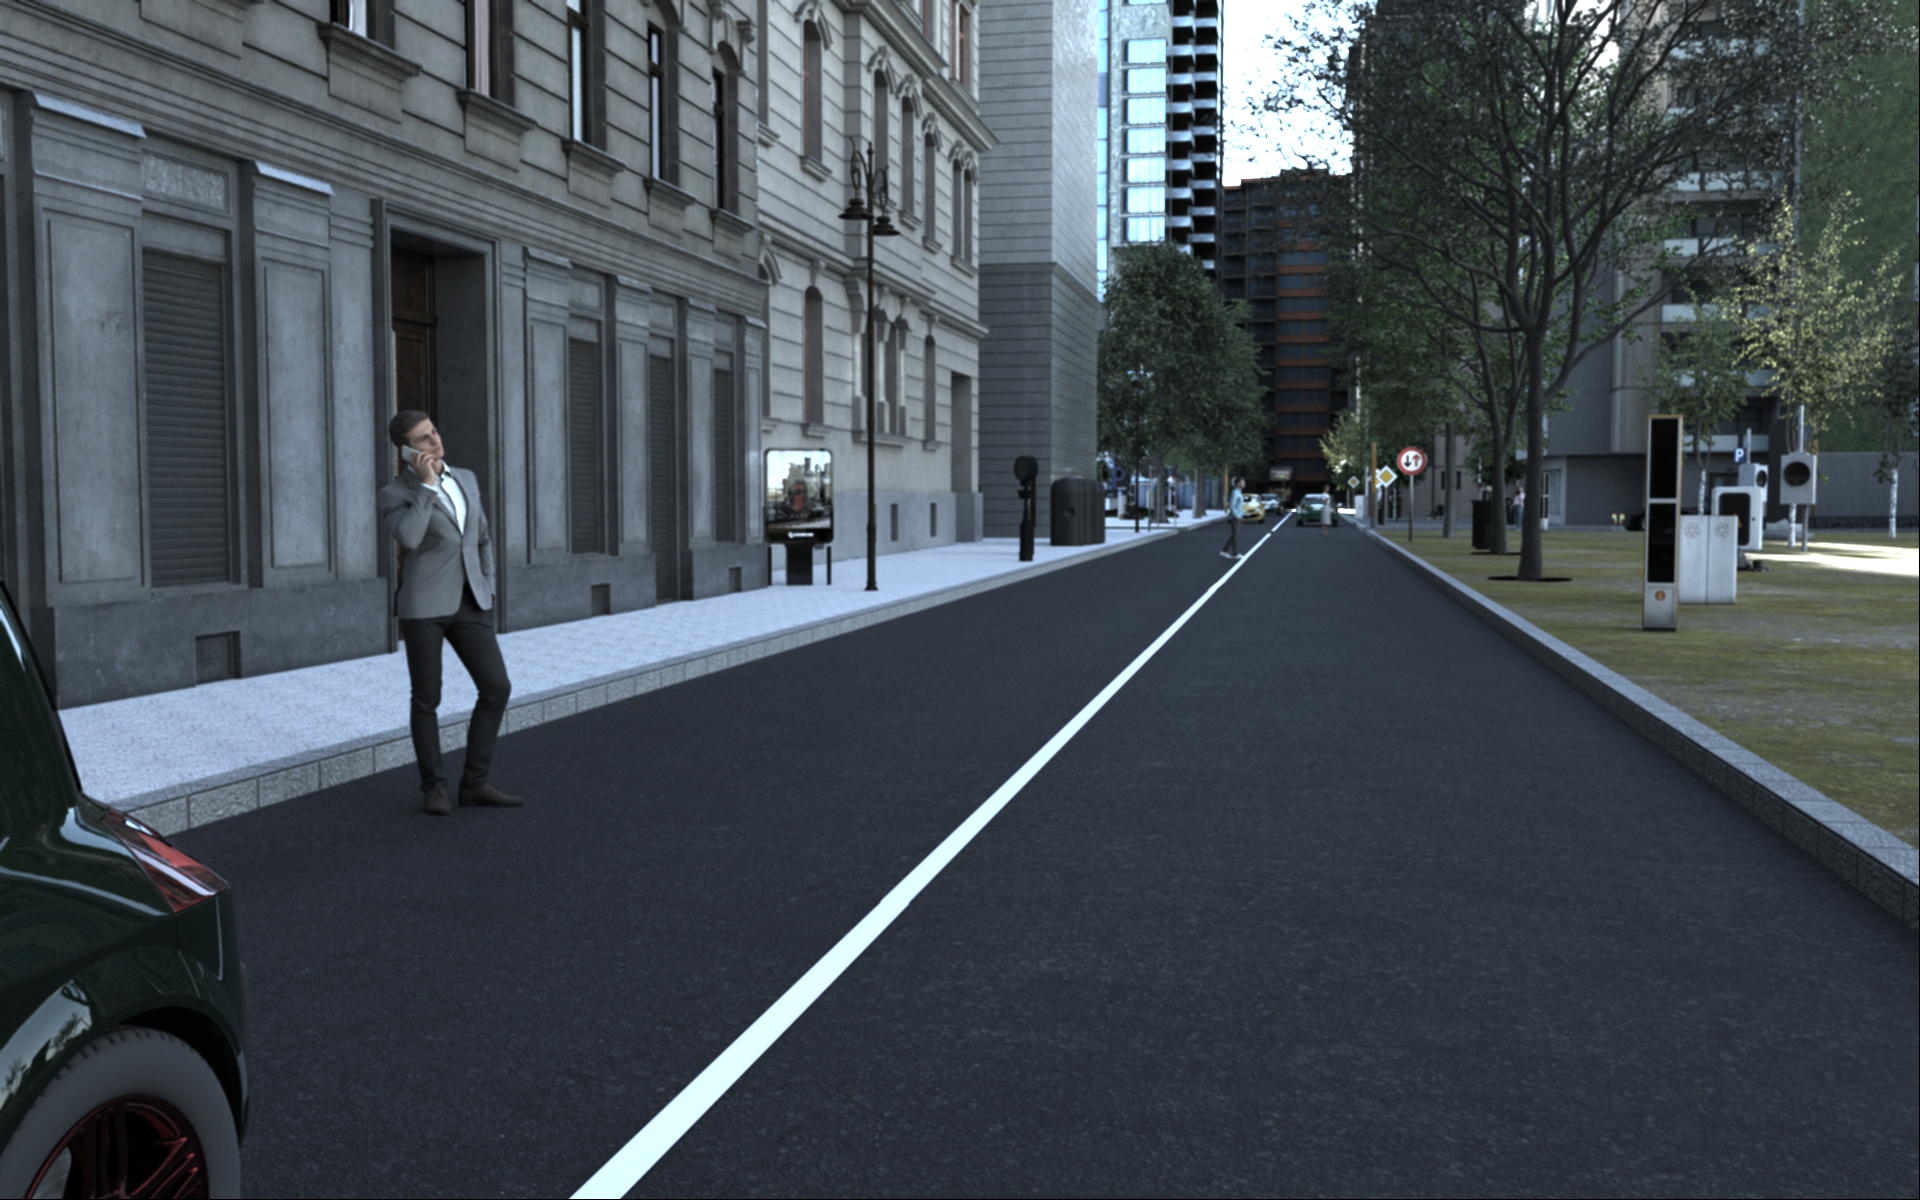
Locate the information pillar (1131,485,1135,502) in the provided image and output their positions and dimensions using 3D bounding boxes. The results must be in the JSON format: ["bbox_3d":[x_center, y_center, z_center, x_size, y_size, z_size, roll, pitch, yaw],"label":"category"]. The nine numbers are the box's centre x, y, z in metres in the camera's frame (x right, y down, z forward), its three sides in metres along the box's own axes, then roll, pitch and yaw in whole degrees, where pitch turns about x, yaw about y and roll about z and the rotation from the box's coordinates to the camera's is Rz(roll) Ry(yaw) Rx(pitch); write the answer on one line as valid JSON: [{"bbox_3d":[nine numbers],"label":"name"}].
[{"bbox_3d":[13.765,-8.187,138.351,0.304,2.012,0.304,0,4,-7],"label":"information pillar"}]

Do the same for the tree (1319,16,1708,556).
[{"bbox_3d":[11.478,-6.768,36.411,9.928,11.665,9.643,0,3,0],"label":"tree"}]

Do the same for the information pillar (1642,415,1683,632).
[{"bbox_3d":[6.576,-0.717,16.214,0.304,2.012,0.304,1,4,23],"label":"information pillar"}]

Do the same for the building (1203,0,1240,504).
[{"bbox_3d":[19.755,-45.674,185.026,20.563,71.187,20.611,1,4,11],"label":"building"}]

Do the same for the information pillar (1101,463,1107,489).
[{"bbox_3d":[10.397,-8.172,124.972,0.504,3.616,0.183,-2,4,-31],"label":"information pillar"}]

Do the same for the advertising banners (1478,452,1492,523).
[{"bbox_3d":[22.026,-4.676,72.641,0.090,3.025,2.074,2,4,34],"label":"advertising banners"}]

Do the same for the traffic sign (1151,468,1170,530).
[{"bbox_3d":[7.045,-3.537,61.479,0.795,2.450,0.064,1,4,11],"label":"traffic sign"}]

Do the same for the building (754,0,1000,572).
[{"bbox_3d":[-7.678,-15.234,36.458,14.401,28.519,23.554,1,4,11],"label":"building"}]

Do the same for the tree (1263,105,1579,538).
[{"bbox_3d":[14.050,-8.121,50.902,7.486,12.596,7.792,0,3,0],"label":"tree"}]

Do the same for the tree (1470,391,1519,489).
[{"bbox_3d":[30.255,-8.810,94.408,4.360,8.622,3.978,0,3,0],"label":"tree"}]

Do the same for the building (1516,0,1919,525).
[{"bbox_3d":[31.528,-23.776,72.331,14.086,41.232,14.154,1,4,11],"label":"building"}]

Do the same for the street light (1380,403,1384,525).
[{"bbox_3d":[17.277,-5.987,70.674,0.468,5.910,1.993,1,4,11],"label":"street light"}]

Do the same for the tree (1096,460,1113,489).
[{"bbox_3d":[11.233,-9.774,143.524,4.285,4.588,4.351,0,3,0],"label":"tree"}]

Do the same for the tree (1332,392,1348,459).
[{"bbox_3d":[23.037,-8.850,95.057,4.737,8.622,4.395,0,3,0],"label":"tree"}]

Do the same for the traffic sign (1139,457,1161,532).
[{"bbox_3d":[6.471,-3.610,59.133,0.768,2.556,0.104,1,4,20],"label":"traffic sign"}]

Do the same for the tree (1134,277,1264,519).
[{"bbox_3d":[12.461,-10.568,90.918,7.486,12.596,7.792,0,3,0],"label":"tree"}]

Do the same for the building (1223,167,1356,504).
[{"bbox_3d":[45.885,-35.530,235.543,28.867,44.769,22.147,1,4,11],"label":"building"}]

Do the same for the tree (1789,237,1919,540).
[{"bbox_3d":[27.804,-6.155,50.992,4.360,8.622,3.978,0,3,0],"label":"tree"}]

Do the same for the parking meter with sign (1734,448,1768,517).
[{"bbox_3d":[30.215,-4.245,65.663,1.738,3.016,0.543,-1,4,-19],"label":"parking meter with sign"}]

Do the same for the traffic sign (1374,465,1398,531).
[{"bbox_3d":[14.730,-3.441,59.909,0.795,2.450,0.064,1,4,11],"label":"traffic sign"}]

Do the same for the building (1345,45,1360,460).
[{"bbox_3d":[58.505,-37.219,197.765,28.713,52.752,27.495,1,4,11],"label":"building"}]

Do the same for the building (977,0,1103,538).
[{"bbox_3d":[-10.690,-17.140,57.736,29.804,29.767,11.434,1,4,11],"label":"building"}]

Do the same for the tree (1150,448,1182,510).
[{"bbox_3d":[14.189,-10.298,118.739,4.737,8.622,4.395,0,3,0],"label":"tree"}]

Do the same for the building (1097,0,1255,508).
[{"bbox_3d":[19.647,-54.726,207.437,31.000,86.520,22.319,1,4,11],"label":"building"}]

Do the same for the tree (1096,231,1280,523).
[{"bbox_3d":[8.638,-9.710,75.762,9.611,12.733,9.660,0,3,0],"label":"tree"}]

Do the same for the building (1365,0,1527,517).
[{"bbox_3d":[31.877,-20.374,104.818,14.160,30.474,14.107,1,4,11],"label":"building"}]

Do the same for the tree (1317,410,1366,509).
[{"bbox_3d":[33.385,-12.205,149.908,4.360,8.622,3.978,0,3,0],"label":"tree"}]

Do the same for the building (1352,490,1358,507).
[{"bbox_3d":[50.504,-45.020,174.323,20.563,71.187,20.611,1,4,11],"label":"building"}]

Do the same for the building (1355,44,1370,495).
[{"bbox_3d":[43.738,-31.108,158.730,14.600,45.320,14.200,1,4,11],"label":"building"}]

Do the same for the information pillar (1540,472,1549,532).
[{"bbox_3d":[19.707,-3.311,58.623,0.304,2.012,0.304,3,5,45],"label":"information pillar"}]

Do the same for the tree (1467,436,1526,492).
[{"bbox_3d":[25.967,-6.131,83.961,4.285,4.588,4.351,0,3,0],"label":"tree"}]

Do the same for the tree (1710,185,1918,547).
[{"bbox_3d":[20.492,-5.596,41.865,4.360,8.622,3.978,0,3,0],"label":"tree"}]

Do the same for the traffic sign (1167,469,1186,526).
[{"bbox_3d":[8.629,-4.016,69.306,0.795,2.450,0.064,1,4,11],"label":"traffic sign"}]

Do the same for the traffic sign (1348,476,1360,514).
[{"bbox_3d":[24.750,-6.589,108.915,0.795,2.450,0.064,1,4,17],"label":"traffic sign"}]

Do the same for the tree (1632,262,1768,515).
[{"bbox_3d":[23.820,-6.436,55.589,4.737,8.622,4.395,0,3,0],"label":"tree"}]

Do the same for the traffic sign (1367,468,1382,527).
[{"bbox_3d":[16.314,-3.920,67.736,0.795,2.450,0.064,1,4,11],"label":"traffic sign"}]

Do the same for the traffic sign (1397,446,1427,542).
[{"bbox_3d":[12.094,-2.832,46.417,0.768,2.556,0.104,1,4,12],"label":"traffic sign"}]

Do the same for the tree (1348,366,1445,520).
[{"bbox_3d":[22.102,-8.342,86.758,4.737,8.622,4.395,0,3,0],"label":"tree"}]

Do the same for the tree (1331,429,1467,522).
[{"bbox_3d":[20.539,-5.961,81.181,4.285,4.588,4.351,0,3,0],"label":"tree"}]

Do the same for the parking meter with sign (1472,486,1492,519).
[{"bbox_3d":[27.586,-5.780,90.760,1.738,3.016,0.543,-2,4,-33],"label":"parking meter with sign"}]

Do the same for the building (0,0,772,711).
[{"bbox_3d":[-8.982,-10.157,15.217,9.793,20.994,18.267,1,4,11],"label":"building"}]

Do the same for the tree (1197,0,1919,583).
[{"bbox_3d":[8.595,-7.032,25.345,12.009,13.543,11.850,0,3,0],"label":"tree"}]

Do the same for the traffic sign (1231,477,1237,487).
[{"bbox_3d":[20.381,-7.814,127.865,0.768,2.556,0.104,1,4,21],"label":"traffic sign"}]
